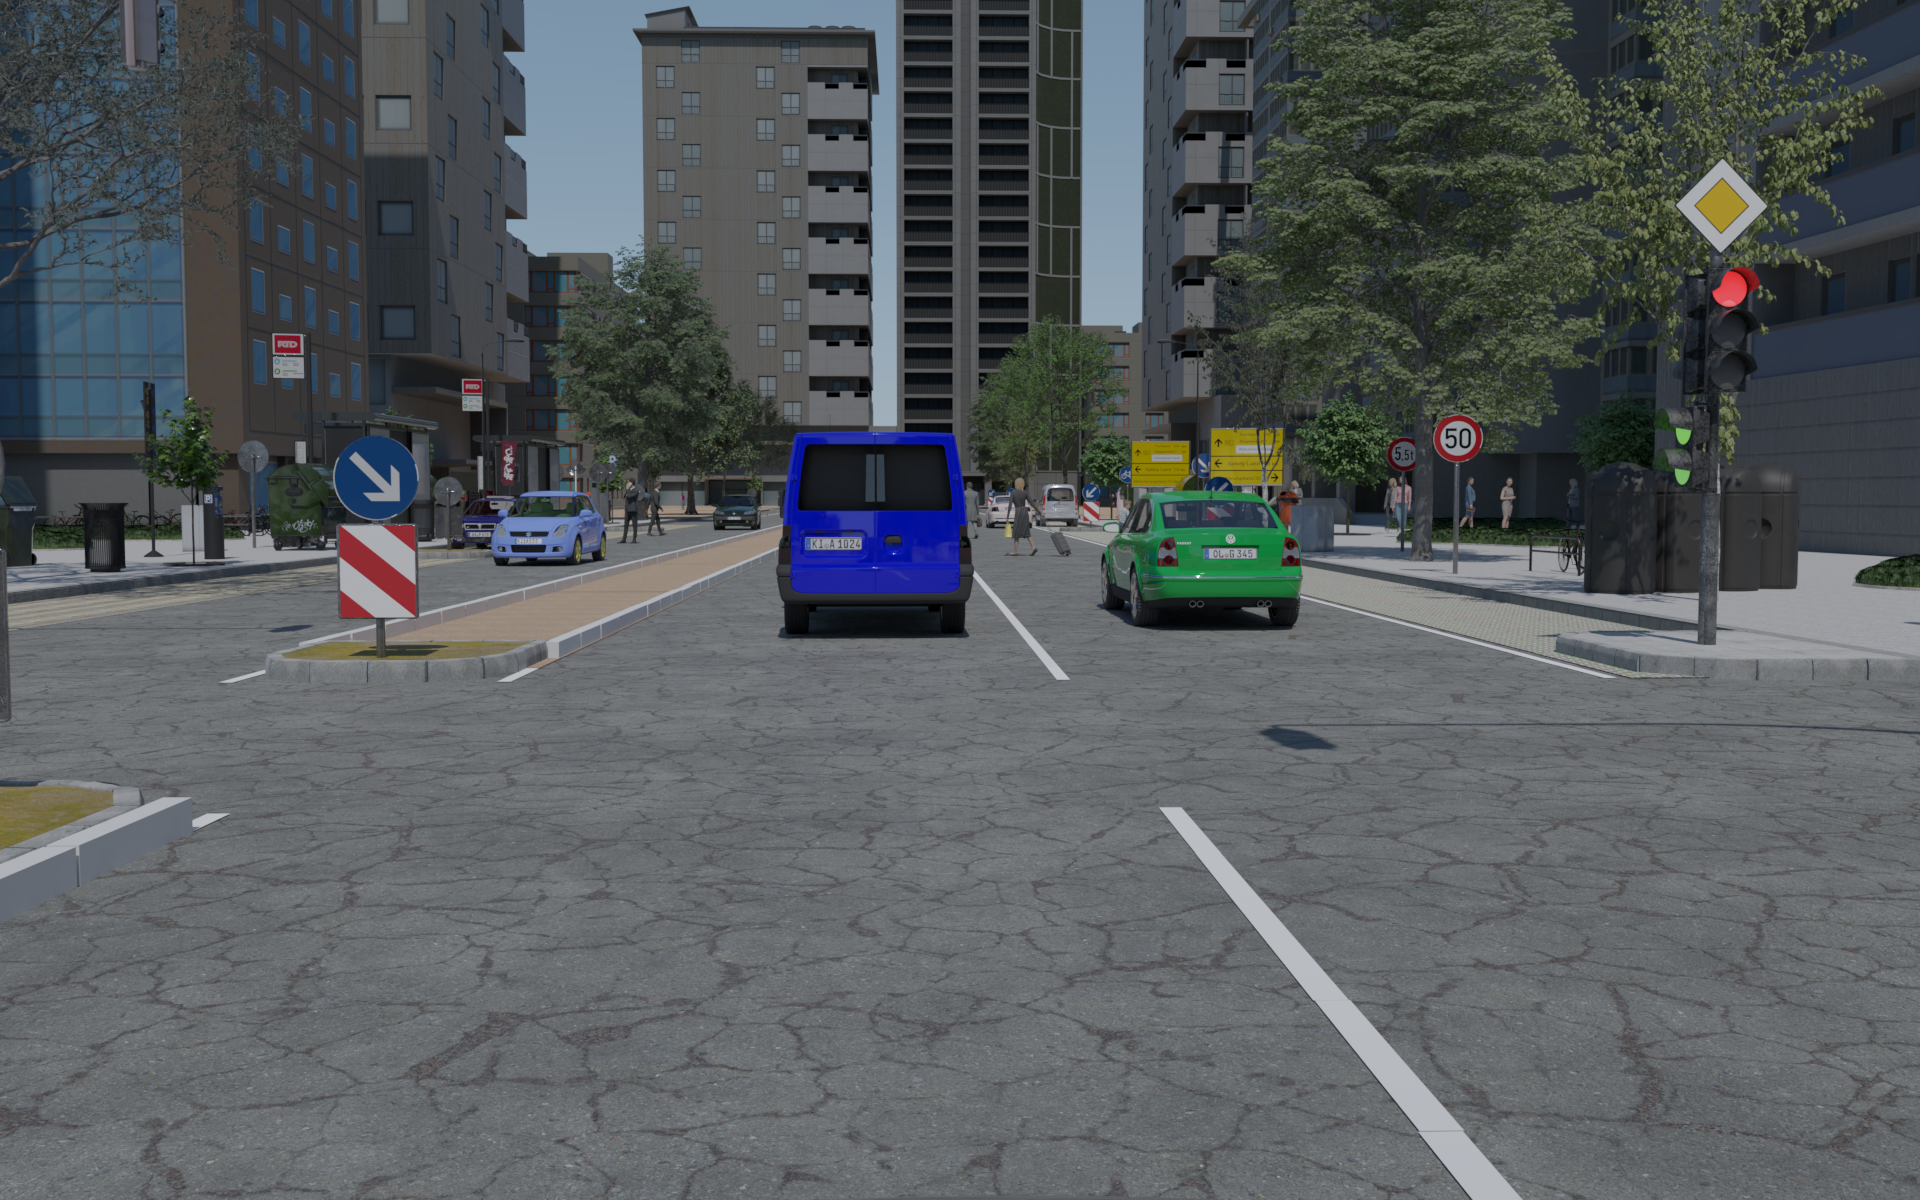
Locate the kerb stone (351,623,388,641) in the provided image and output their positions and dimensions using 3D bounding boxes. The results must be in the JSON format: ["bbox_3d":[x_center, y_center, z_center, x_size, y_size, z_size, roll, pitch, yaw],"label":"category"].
[{"bbox_3d":[-5.682,0.352,16.482,0.120,0.150,1.000,0,4,-2],"label":"kerb stone"}]

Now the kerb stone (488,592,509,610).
[{"bbox_3d":[-5.839,0.036,21.603,0.120,0.150,1.000,0,4,-2],"label":"kerb stone"}]

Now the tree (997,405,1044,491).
[{"bbox_3d":[4.753,-11.518,138.683,4.737,8.622,4.395,0,3,0],"label":"tree"}]

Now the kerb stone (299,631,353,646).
[{"bbox_3d":[-5.658,0.414,15.451,0.120,0.150,1.000,0,4,-2],"label":"kerb stone"}]

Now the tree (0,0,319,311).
[{"bbox_3d":[-13.674,-6.856,22.470,12.009,13.543,11.850,0,3,0],"label":"tree"}]

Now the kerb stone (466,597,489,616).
[{"bbox_3d":[-5.806,0.102,20.581,0.120,0.150,1.000,0,4,-2],"label":"kerb stone"}]

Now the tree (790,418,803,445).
[{"bbox_3d":[-18.052,-13.200,150.227,8.767,10.594,7.601,-1,4,-17],"label":"tree"}]

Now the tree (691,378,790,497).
[{"bbox_3d":[-17.835,-11.963,130.011,8.767,10.594,7.601,-1,4,-13],"label":"tree"}]

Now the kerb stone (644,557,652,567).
[{"bbox_3d":[-6.207,-0.713,33.905,0.120,0.150,1.000,0,4,-2],"label":"kerb stone"}]

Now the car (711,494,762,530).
[{"bbox_3d":[-9.000,-3.687,70.061,2.009,1.686,4.222,0,4,-3],"label":"car"}]

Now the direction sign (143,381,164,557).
[{"bbox_3d":[-16.442,-2.643,35.217,0.379,3.537,0.876,-1,4,-12],"label":"direction sign"}]

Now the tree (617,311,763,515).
[{"bbox_3d":[-16.636,-11.566,106.109,9.611,12.733,9.660,0,3,0],"label":"tree"}]

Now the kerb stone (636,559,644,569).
[{"bbox_3d":[-6.181,-0.652,32.875,0.120,0.150,1.000,0,4,-2],"label":"kerb stone"}]

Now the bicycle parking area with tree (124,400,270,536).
[{"bbox_3d":[-24.918,-4.174,55.252,9.016,4.147,8.231,0,4,4],"label":"bicycle parking area with tree"}]

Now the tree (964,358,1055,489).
[{"bbox_3d":[4.608,-15.732,163.872,9.857,13.997,8.962,0,3,0],"label":"tree"}]

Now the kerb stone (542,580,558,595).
[{"bbox_3d":[-5.931,-0.152,24.677,0.120,0.150,1.000,0,4,-2],"label":"kerb stone"}]

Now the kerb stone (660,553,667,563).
[{"bbox_3d":[-6.268,-0.841,35.950,0.120,0.150,1.000,0,4,-2],"label":"kerb stone"}]

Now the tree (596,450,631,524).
[{"bbox_3d":[-15.241,-4.903,74.768,1.663,3.219,1.824,0,3,0],"label":"tree"}]

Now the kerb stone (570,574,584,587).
[{"bbox_3d":[-6.000,-0.278,26.736,0.120,0.150,1.000,0,4,-2],"label":"kerb stone"}]

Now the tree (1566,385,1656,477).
[{"bbox_3d":[20.105,-4.216,52.653,4.285,4.588,4.351,0,3,0],"label":"tree"}]

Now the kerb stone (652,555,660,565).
[{"bbox_3d":[-6.241,-0.778,34.927,0.120,0.150,1.000,0,4,-2],"label":"kerb stone"}]

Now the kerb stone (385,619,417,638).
[{"bbox_3d":[-5.714,0.288,17.509,0.120,0.150,1.000,0,4,-2],"label":"kerb stone"}]

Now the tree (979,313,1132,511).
[{"bbox_3d":[5.990,-10.693,100.587,9.928,11.665,9.643,0,3,0],"label":"tree"}]

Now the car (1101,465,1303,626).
[{"bbox_3d":[2.712,-0.694,20.146,1.959,1.807,4.718,0,4,-2],"label":"car"}]

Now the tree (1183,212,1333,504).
[{"bbox_3d":[7.928,-5.789,45.009,4.360,8.622,3.978,0,3,0],"label":"tree"}]

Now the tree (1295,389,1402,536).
[{"bbox_3d":[12.150,-4.294,53.922,4.285,4.588,4.351,0,3,0],"label":"tree"}]

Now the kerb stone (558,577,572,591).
[{"bbox_3d":[-5.961,-0.215,25.707,0.120,0.150,1.000,0,4,-2],"label":"kerb stone"}]

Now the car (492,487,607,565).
[{"bbox_3d":[-8.485,-1.607,35.865,1.945,1.707,3.694,0,4,0],"label":"car"}]

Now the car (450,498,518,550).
[{"bbox_3d":[-12.017,-1.983,44.995,1.945,1.354,3.894,0,4,-2],"label":"car"}]

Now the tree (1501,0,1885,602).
[{"bbox_3d":[8.742,-4.286,20.443,4.737,8.622,4.395,0,3,0],"label":"tree"}]

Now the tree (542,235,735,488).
[{"bbox_3d":[-16.047,-11.036,87.087,9.857,13.997,8.962,0,3,0],"label":"tree"}]

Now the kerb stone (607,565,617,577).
[{"bbox_3d":[-6.083,-0.465,29.803,0.120,0.150,1.000,0,4,-2],"label":"kerb stone"}]

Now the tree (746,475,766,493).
[{"bbox_3d":[-18.812,-10.026,158.523,1.663,3.219,1.824,0,3,0],"label":"tree"}]

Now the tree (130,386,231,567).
[{"bbox_3d":[-13.714,-2.234,31.121,1.663,3.219,1.824,0,3,0],"label":"tree"}]

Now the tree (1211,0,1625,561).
[{"bbox_3d":[8.676,-7.040,33.238,7.486,12.596,7.792,0,3,0],"label":"tree"}]

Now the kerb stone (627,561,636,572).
[{"bbox_3d":[-6.150,-0.588,31.853,0.120,0.150,1.000,0,4,-2],"label":"kerb stone"}]

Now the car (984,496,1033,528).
[{"bbox_3d":[2.079,-3.755,73.764,2.083,1.381,4.827,0,4,-1],"label":"car"}]

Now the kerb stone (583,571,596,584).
[{"bbox_3d":[-6.023,-0.340,27.758,0.120,0.150,1.000,0,4,-2],"label":"kerb stone"}]

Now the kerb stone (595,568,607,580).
[{"bbox_3d":[-6.054,-0.403,28.780,0.120,0.150,1.000,0,4,-2],"label":"kerb stone"}]

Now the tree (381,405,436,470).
[{"bbox_3d":[-21.077,-4.929,64.304,4.285,4.588,4.351,0,3,0],"label":"tree"}]

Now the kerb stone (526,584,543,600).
[{"bbox_3d":[-5.892,-0.089,23.651,0.120,0.150,1.000,0,4,-2],"label":"kerb stone"}]

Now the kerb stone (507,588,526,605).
[{"bbox_3d":[-5.872,-0.026,22.625,0.120,0.150,1.000,0,4,-2],"label":"kerb stone"}]

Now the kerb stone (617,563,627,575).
[{"bbox_3d":[-6.115,-0.525,30.824,0.120,0.150,1.000,0,4,-2],"label":"kerb stone"}]

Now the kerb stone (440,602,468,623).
[{"bbox_3d":[-5.773,0.162,19.552,0.120,0.150,1.000,0,4,-2],"label":"kerb stone"}]

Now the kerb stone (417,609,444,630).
[{"bbox_3d":[-5.746,0.227,18.530,0.120,0.150,1.000,0,4,-2],"label":"kerb stone"}]

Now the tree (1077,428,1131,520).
[{"bbox_3d":[7.442,-6.228,85.535,4.285,4.588,4.351,0,3,0],"label":"tree"}]
